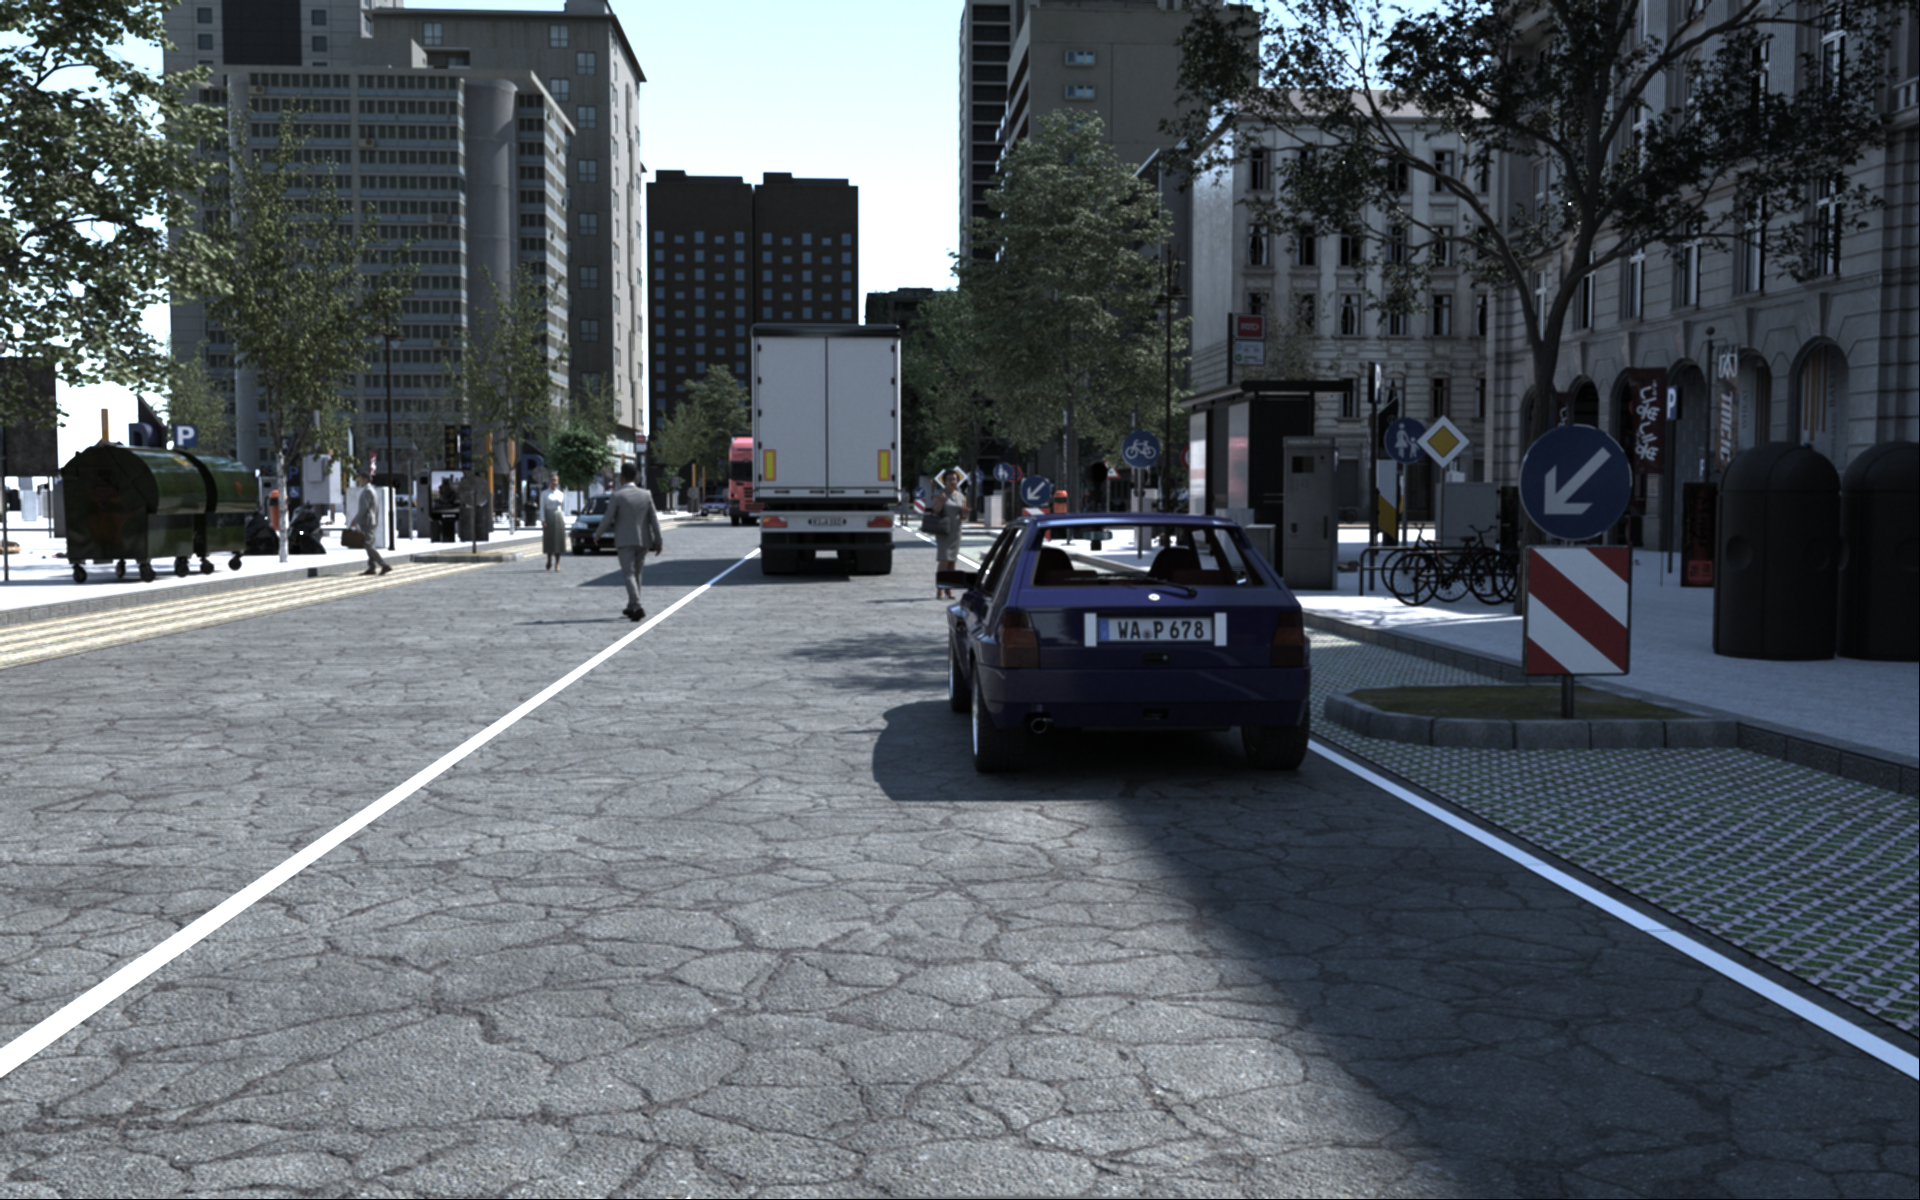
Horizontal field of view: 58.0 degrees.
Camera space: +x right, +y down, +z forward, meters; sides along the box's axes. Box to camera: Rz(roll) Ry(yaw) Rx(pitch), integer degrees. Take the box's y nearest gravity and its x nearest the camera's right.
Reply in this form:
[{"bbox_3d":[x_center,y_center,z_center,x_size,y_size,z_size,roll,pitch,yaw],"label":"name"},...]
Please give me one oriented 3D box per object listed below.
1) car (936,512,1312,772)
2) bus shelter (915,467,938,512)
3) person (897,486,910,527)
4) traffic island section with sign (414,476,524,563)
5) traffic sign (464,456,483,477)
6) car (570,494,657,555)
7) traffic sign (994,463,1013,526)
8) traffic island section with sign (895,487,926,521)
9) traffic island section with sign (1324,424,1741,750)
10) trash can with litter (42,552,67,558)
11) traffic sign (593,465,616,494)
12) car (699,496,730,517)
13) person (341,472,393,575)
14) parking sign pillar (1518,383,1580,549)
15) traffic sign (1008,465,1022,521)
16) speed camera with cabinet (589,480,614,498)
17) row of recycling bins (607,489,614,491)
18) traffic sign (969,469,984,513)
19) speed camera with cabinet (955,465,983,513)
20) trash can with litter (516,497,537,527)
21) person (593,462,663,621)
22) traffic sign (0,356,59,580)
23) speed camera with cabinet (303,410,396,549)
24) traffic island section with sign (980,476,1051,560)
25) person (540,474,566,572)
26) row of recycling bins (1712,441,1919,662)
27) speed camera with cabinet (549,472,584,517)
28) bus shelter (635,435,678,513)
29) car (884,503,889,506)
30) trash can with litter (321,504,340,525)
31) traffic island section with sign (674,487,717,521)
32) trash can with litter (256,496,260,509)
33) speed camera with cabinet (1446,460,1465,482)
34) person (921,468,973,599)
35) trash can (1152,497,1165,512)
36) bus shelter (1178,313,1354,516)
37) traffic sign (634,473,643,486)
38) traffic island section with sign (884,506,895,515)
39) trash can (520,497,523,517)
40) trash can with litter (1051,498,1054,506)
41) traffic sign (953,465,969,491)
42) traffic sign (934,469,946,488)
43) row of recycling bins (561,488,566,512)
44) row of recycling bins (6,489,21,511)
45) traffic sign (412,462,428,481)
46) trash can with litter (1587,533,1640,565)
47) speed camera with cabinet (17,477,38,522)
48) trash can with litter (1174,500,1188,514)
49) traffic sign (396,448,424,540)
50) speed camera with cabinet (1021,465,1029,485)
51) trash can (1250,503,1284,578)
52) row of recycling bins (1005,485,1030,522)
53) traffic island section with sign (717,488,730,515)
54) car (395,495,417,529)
[{"bbox_3d":[0.849,0.139,10.300,1.945,1.354,3.894,0,4,-3],"label":"car"},{"bbox_3d":[-2.068,-7.916,123.356,2.014,3.302,5.546,0,4,-4],"label":"bus shelter"},{"bbox_3d":[-2.554,-4.115,76.139,0.532,1.782,0.716,-3,5,-42],"label":"person"},{"bbox_3d":[-10.358,-1.719,36.733,1.989,1.847,2.006,0,4,-4],"label":"traffic island section with sign"},{"bbox_3d":[-16.424,-3.574,58.546,0.768,2.556,0.104,0,4,-2],"label":"traffic sign"},{"bbox_3d":[-8.372,-1.981,42.178,2.009,1.686,4.222,0,4,-3],"label":"car"},{"bbox_3d":[1.743,-4.279,70.061,0.768,2.556,0.104,0,4,0],"label":"traffic sign"},{"bbox_3d":[-2.328,-5.187,93.432,1.989,1.847,2.006,0,4,-4],"label":"traffic island section with sign"},{"bbox_3d":[3.334,-0.120,10.597,1.989,1.847,2.006,0,4,-4],"label":"traffic island section with sign"},{"bbox_3d":[-17.804,-1.476,35.188,1.678,1.210,2.233,-3,5,-44],"label":"trash can with litter"},{"bbox_3d":[-12.216,-3.420,59.561,0.795,2.450,0.064,0,4,-4],"label":"traffic sign"},{"bbox_3d":[-15.516,-5.950,109.859,1.945,1.354,3.894,0,4,-4],"label":"car"},{"bbox_3d":[-10.421,-1.334,30.432,0.853,1.813,0.709,-1,4,-14],"label":"person"},{"bbox_3d":[13.538,-3.144,39.873,1.447,3.967,1.447,0,4,5],"label":"parking sign pillar"},{"bbox_3d":[2.324,-4.601,75.332,0.768,2.556,0.104,0,4,1],"label":"traffic sign"},{"bbox_3d":[-19.459,-6.179,95.367,2.038,3.252,0.660,2,4,29],"label":"speed camera with cabinet"},{"bbox_3d":[-26.037,-7.514,129.969,3.534,1.692,1.069,3,4,36],"label":"row of recycling bins"},{"bbox_3d":[0.837,-5.380,88.068,0.768,2.556,0.104,0,4,1],"label":"traffic sign"},{"bbox_3d":[0.549,-7.619,118.906,2.038,3.252,0.660,2,4,32],"label":"speed camera with cabinet"},{"bbox_3d":[-17.032,-3.440,67.631,1.055,1.170,0.624,-1,4,-9],"label":"trash can with litter"},{"bbox_3d":[-3.755,-0.671,19.753,0.678,1.792,0.850,-2,4,-35],"label":"person"},{"bbox_3d":[-14.485,-1.942,25.624,2.265,3.308,0.079,0,4,0],"label":"traffic sign"},{"bbox_3d":[-14.358,-2.837,40.726,2.038,3.252,0.660,1,4,9],"label":"speed camera with cabinet"},{"bbox_3d":[1.468,-1.785,37.815,1.989,1.847,2.006,0,4,-4],"label":"traffic island section with sign"},{"bbox_3d":[-7.577,-1.434,32.178,0.478,1.798,0.641,-1,4,-19],"label":"person"},{"bbox_3d":[7.797,-0.395,13.578,3.534,1.692,1.069,0,4,2],"label":"row of recycling bins"},{"bbox_3d":[-22.325,-6.325,97.745,2.038,3.252,0.660,-2,4,-34],"label":"speed camera with cabinet"},{"bbox_3d":[-21.107,-8.728,120.342,2.179,5.291,8.768,0,4,-4],"label":"bus shelter"},{"bbox_3d":[-4.125,-3.834,74.491,2.131,1.459,4.920,0,4,-3],"label":"car"},{"bbox_3d":[-27.559,-3.827,73.630,2.233,1.210,1.678,-1,4,-19],"label":"trash can with litter"},{"bbox_3d":[-14.142,-5.109,92.156,1.989,1.847,2.006,0,4,-4],"label":"traffic island section with sign"},{"bbox_3d":[-33.145,-4.363,82.720,1.055,1.170,0.624,1,4,20],"label":"trash can with litter"},{"bbox_3d":[20.571,-4.685,70.941,0.660,3.252,2.038,0,4,-8],"label":"speed camera with cabinet"},{"bbox_3d":[-0.186,-0.901,23.587,0.716,1.782,0.532,-2,4,-29],"label":"person"},{"bbox_3d":[9.590,-4.318,82.251,0.748,1.137,0.748,0,3,0],"label":"trash can"},{"bbox_3d":[5.913,-3.578,36.137,2.179,5.291,8.768,0,4,-4],"label":"bus shelter"},{"bbox_3d":[-12.759,-3.907,67.528,0.795,2.450,0.064,0,4,-4],"label":"traffic sign"},{"bbox_3d":[-4.156,-6.832,120.325,1.989,1.847,2.006,0,4,-4],"label":"traffic island section with sign"},{"bbox_3d":[-22.148,-4.711,88.680,0.748,1.137,0.748,0,3,0],"label":"trash can"},{"bbox_3d":[4.250,-4.344,82.414,1.055,1.170,0.624,3,5,45],"label":"trash can with litter"},{"bbox_3d":[-0.098,-3.469,60.364,0.795,2.450,0.064,0,4,-4],"label":"traffic sign"},{"bbox_3d":[-0.641,-3.956,68.331,0.795,2.450,0.064,0,4,-4],"label":"traffic sign"},{"bbox_3d":[-29.607,-7.447,128.875,1.069,1.692,3.534,-1,4,-11],"label":"row of recycling bins"},{"bbox_3d":[-71.151,-7.481,129.430,1.069,1.692,3.534,3,5,41],"label":"row of recycling bins"},{"bbox_3d":[-17.285,-3.252,55.301,0.606,2.300,0.079,0,4,-2],"label":"traffic sign"},{"bbox_3d":[11.919,-1.302,32.343,1.678,1.210,2.233,0,4,-3],"label":"trash can with litter"},{"bbox_3d":[-43.097,-5.242,80.042,0.660,3.252,2.038,-2,4,-34],"label":"speed camera with cabinet"},{"bbox_3d":[5.344,-1.921,42.797,1.055,1.170,0.624,0,4,-4],"label":"trash can with litter"},{"bbox_3d":[-15.171,-2.917,47.804,0.768,2.556,0.104,0,4,1],"label":"traffic sign"},{"bbox_3d":[4.330,-7.557,117.892,0.660,3.252,2.038,-1,4,-11],"label":"speed camera with cabinet"},{"bbox_3d":[4.848,-0.925,26.779,0.748,1.137,0.748,0,3,0],"label":"trash can"},{"bbox_3d":[2.820,-4.440,79.713,1.069,1.692,3.534,-1,4,-10],"label":"row of recycling bins"},{"bbox_3d":[-15.965,-6.754,119.050,1.989,1.847,2.006,0,4,-4],"label":"traffic island section with sign"},{"bbox_3d":[-19.895,-3.130,63.175,4.499,1.417,2.014,0,4,-3],"label":"car"}]
